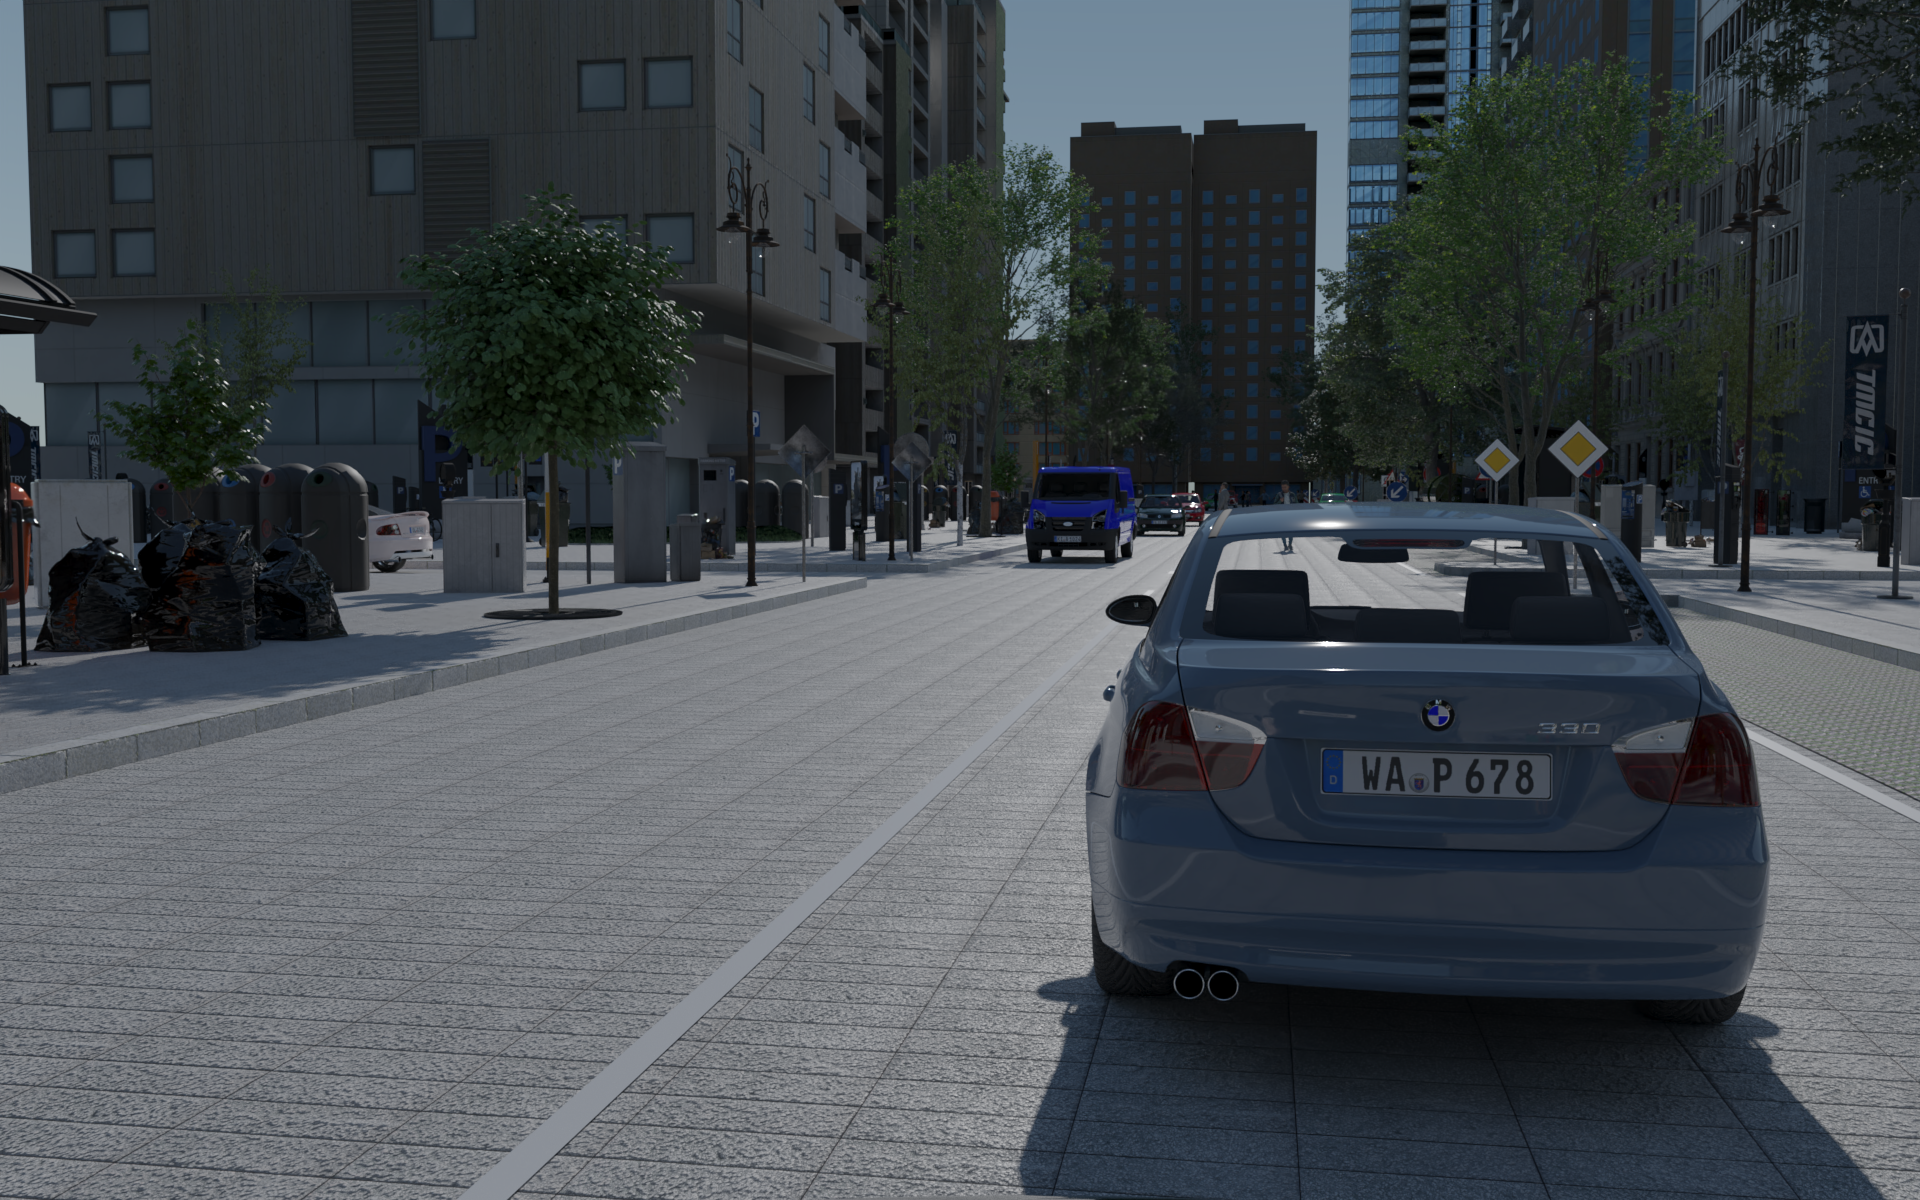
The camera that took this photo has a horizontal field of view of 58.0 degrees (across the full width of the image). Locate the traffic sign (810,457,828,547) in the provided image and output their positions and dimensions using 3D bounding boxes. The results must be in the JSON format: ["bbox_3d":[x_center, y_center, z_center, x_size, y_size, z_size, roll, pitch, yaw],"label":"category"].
[{"bbox_3d":[-3.606,-2.576,42.217,0.768,2.556,0.104,1,4,14],"label":"traffic sign"}]

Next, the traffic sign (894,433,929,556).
[{"bbox_3d":[-1.020,-2.191,35.922,0.768,2.556,0.104,1,4,11],"label":"traffic sign"}]

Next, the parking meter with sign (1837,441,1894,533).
[{"bbox_3d":[29.629,-3.687,56.538,1.738,3.016,0.543,1,4,23],"label":"parking meter with sign"}]

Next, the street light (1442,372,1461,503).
[{"bbox_3d":[15.994,-5.116,56.435,0.468,5.910,1.993,1,4,10],"label":"street light"}]

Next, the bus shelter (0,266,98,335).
[{"bbox_3d":[-9.065,-1.153,12.781,2.014,3.302,5.546,1,4,10],"label":"bus shelter"}]

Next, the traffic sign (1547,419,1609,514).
[{"bbox_3d":[8.316,-1.206,23.364,0.795,2.450,0.064,1,4,10],"label":"traffic sign"}]

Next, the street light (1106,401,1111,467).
[{"bbox_3d":[6.903,-6.631,81.201,0.468,5.910,1.993,1,4,10],"label":"street light"}]

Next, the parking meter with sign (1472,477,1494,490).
[{"bbox_3d":[23.664,-5.076,79.247,1.738,3.016,0.543,-1,4,-15],"label":"parking meter with sign"}]

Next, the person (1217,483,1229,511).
[{"bbox_3d":[8.593,-2.945,56.839,0.473,1.802,0.592,3,5,43],"label":"person"}]

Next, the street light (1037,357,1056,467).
[{"bbox_3d":[2.840,-5.154,57.054,0.468,5.910,1.993,1,4,10],"label":"street light"}]

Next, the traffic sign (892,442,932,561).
[{"bbox_3d":[-0.921,-1.800,33.065,0.795,2.450,0.064,1,4,10],"label":"traffic sign"}]

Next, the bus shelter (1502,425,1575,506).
[{"bbox_3d":[20.391,-4.267,61.053,1.731,3.624,6.357,1,4,10],"label":"bus shelter"}]

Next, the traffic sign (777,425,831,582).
[{"bbox_3d":[-2.271,-1.318,25.194,0.795,2.450,0.064,1,4,10],"label":"traffic sign"}]

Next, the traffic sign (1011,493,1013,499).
[{"bbox_3d":[2.516,-5.117,83.767,0.768,2.556,0.104,1,4,10],"label":"traffic sign"}]

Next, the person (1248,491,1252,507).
[{"bbox_3d":[26.713,-9.209,159.989,0.530,1.710,0.541,-1,4,-13],"label":"person"}]

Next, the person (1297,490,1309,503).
[{"bbox_3d":[30.580,-8.961,155.023,1.348,1.823,0.705,2,4,29],"label":"person"}]

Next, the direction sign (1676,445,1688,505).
[{"bbox_3d":[33.749,-5.444,80.998,0.379,3.537,0.876,-1,4,-12],"label":"direction sign"}]

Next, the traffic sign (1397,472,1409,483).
[{"bbox_3d":[24.954,-5.980,97.877,0.768,2.556,0.104,1,4,17],"label":"traffic sign"}]

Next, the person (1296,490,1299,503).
[{"bbox_3d":[32.559,-9.697,167.053,0.705,1.823,1.348,1,4,9],"label":"person"}]

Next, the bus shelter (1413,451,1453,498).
[{"bbox_3d":[25.850,-6.336,94.873,1.731,3.624,6.357,1,4,10],"label":"bus shelter"}]

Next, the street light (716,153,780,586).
[{"bbox_3d":[-2.905,-3.130,23.964,0.468,5.910,1.993,1,4,10],"label":"street light"}]

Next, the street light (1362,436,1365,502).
[{"bbox_3d":[24.269,-8.035,104.158,0.468,5.910,1.993,1,4,10],"label":"street light"}]

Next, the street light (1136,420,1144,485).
[{"bbox_3d":[10.982,-8.098,105.184,0.468,5.910,1.993,1,4,10],"label":"street light"}]

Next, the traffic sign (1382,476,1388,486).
[{"bbox_3d":[23.388,-5.675,94.923,0.606,2.300,0.079,1,4,14],"label":"traffic sign"}]

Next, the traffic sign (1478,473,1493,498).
[{"bbox_3d":[19.954,-4.010,65.567,0.884,2.594,0.081,1,4,13],"label":"traffic sign"}]

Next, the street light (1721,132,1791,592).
[{"bbox_3d":[10.325,-3.048,22.616,0.468,5.910,1.993,1,4,10],"label":"street light"}]

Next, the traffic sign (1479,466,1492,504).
[{"bbox_3d":[16.949,-3.377,55.316,0.768,2.556,0.104,1,4,18],"label":"traffic sign"}]

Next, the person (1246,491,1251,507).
[{"bbox_3d":[25.433,-8.785,152.861,0.721,1.735,1.217,2,4,28],"label":"person"}]

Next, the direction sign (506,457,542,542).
[{"bbox_3d":[-11.536,-3.304,46.010,0.876,3.537,0.379,-2,4,-28],"label":"direction sign"}]

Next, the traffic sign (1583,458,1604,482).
[{"bbox_3d":[19.868,-3.333,54.598,0.768,2.556,0.104,1,4,13],"label":"traffic sign"}]

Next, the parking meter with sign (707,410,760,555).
[{"bbox_3d":[-5.112,-2.457,36.430,1.738,3.016,0.543,1,4,14],"label":"parking meter with sign"}]

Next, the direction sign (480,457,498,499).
[{"bbox_3d":[-13.225,-3.513,49.430,0.876,3.537,0.379,-1,4,-11],"label":"direction sign"}]

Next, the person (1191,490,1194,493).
[{"bbox_3d":[18.201,-7.677,134.708,0.721,1.739,1.217,1,4,18],"label":"person"}]

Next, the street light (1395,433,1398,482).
[{"bbox_3d":[20.214,-6.572,80.240,0.468,5.910,1.993,1,4,10],"label":"street light"}]

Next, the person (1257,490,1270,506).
[{"bbox_3d":[27.644,-9.105,157.359,1.348,1.826,0.705,3,5,42],"label":"person"}]

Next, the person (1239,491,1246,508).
[{"bbox_3d":[24.128,-8.485,148.050,0.721,1.723,1.217,-1,4,-16],"label":"person"}]

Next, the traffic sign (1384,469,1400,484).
[{"bbox_3d":[22.862,-5.604,91.623,0.884,2.594,0.081,1,4,13],"label":"traffic sign"}]

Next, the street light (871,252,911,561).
[{"bbox_3d":[-1.319,-3.702,33.308,0.468,5.910,1.993,1,4,10],"label":"street light"}]

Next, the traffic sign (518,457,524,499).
[{"bbox_3d":[-6.487,-1.557,25.570,0.768,2.556,0.104,1,4,15],"label":"traffic sign"}]

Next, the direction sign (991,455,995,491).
[{"bbox_3d":[1.939,-6.692,101.403,0.379,3.537,0.876,-1,4,-14],"label":"direction sign"}]

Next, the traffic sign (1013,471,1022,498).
[{"bbox_3d":[2.565,-5.035,82.430,0.768,2.556,0.104,1,4,19],"label":"traffic sign"}]

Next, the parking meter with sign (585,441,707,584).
[{"bbox_3d":[-4.618,-1.761,25.056,1.738,3.016,0.543,-3,4,-36],"label":"parking meter with sign"}]

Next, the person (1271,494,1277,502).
[{"bbox_3d":[27.593,-8.515,150.983,1.065,1.426,0.557,0,4,-3],"label":"person"}]

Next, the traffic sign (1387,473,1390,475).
[{"bbox_3d":[26.136,-6.412,104.948,0.768,2.556,0.104,1,4,15],"label":"traffic sign"}]

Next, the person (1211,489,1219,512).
[{"bbox_3d":[20.303,-7.899,137.670,0.705,1.821,1.348,-1,4,-15],"label":"person"}]

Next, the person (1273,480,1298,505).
[{"bbox_3d":[8.299,-2.153,44.046,0.623,1.781,0.721,-1,4,-13],"label":"person"}]

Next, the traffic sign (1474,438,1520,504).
[{"bbox_3d":[9.666,-1.688,31.235,0.795,2.450,0.064,1,4,10],"label":"traffic sign"}]

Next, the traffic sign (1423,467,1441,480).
[{"bbox_3d":[21.155,-4.744,77.674,0.768,2.556,0.104,1,4,14],"label":"traffic sign"}]
